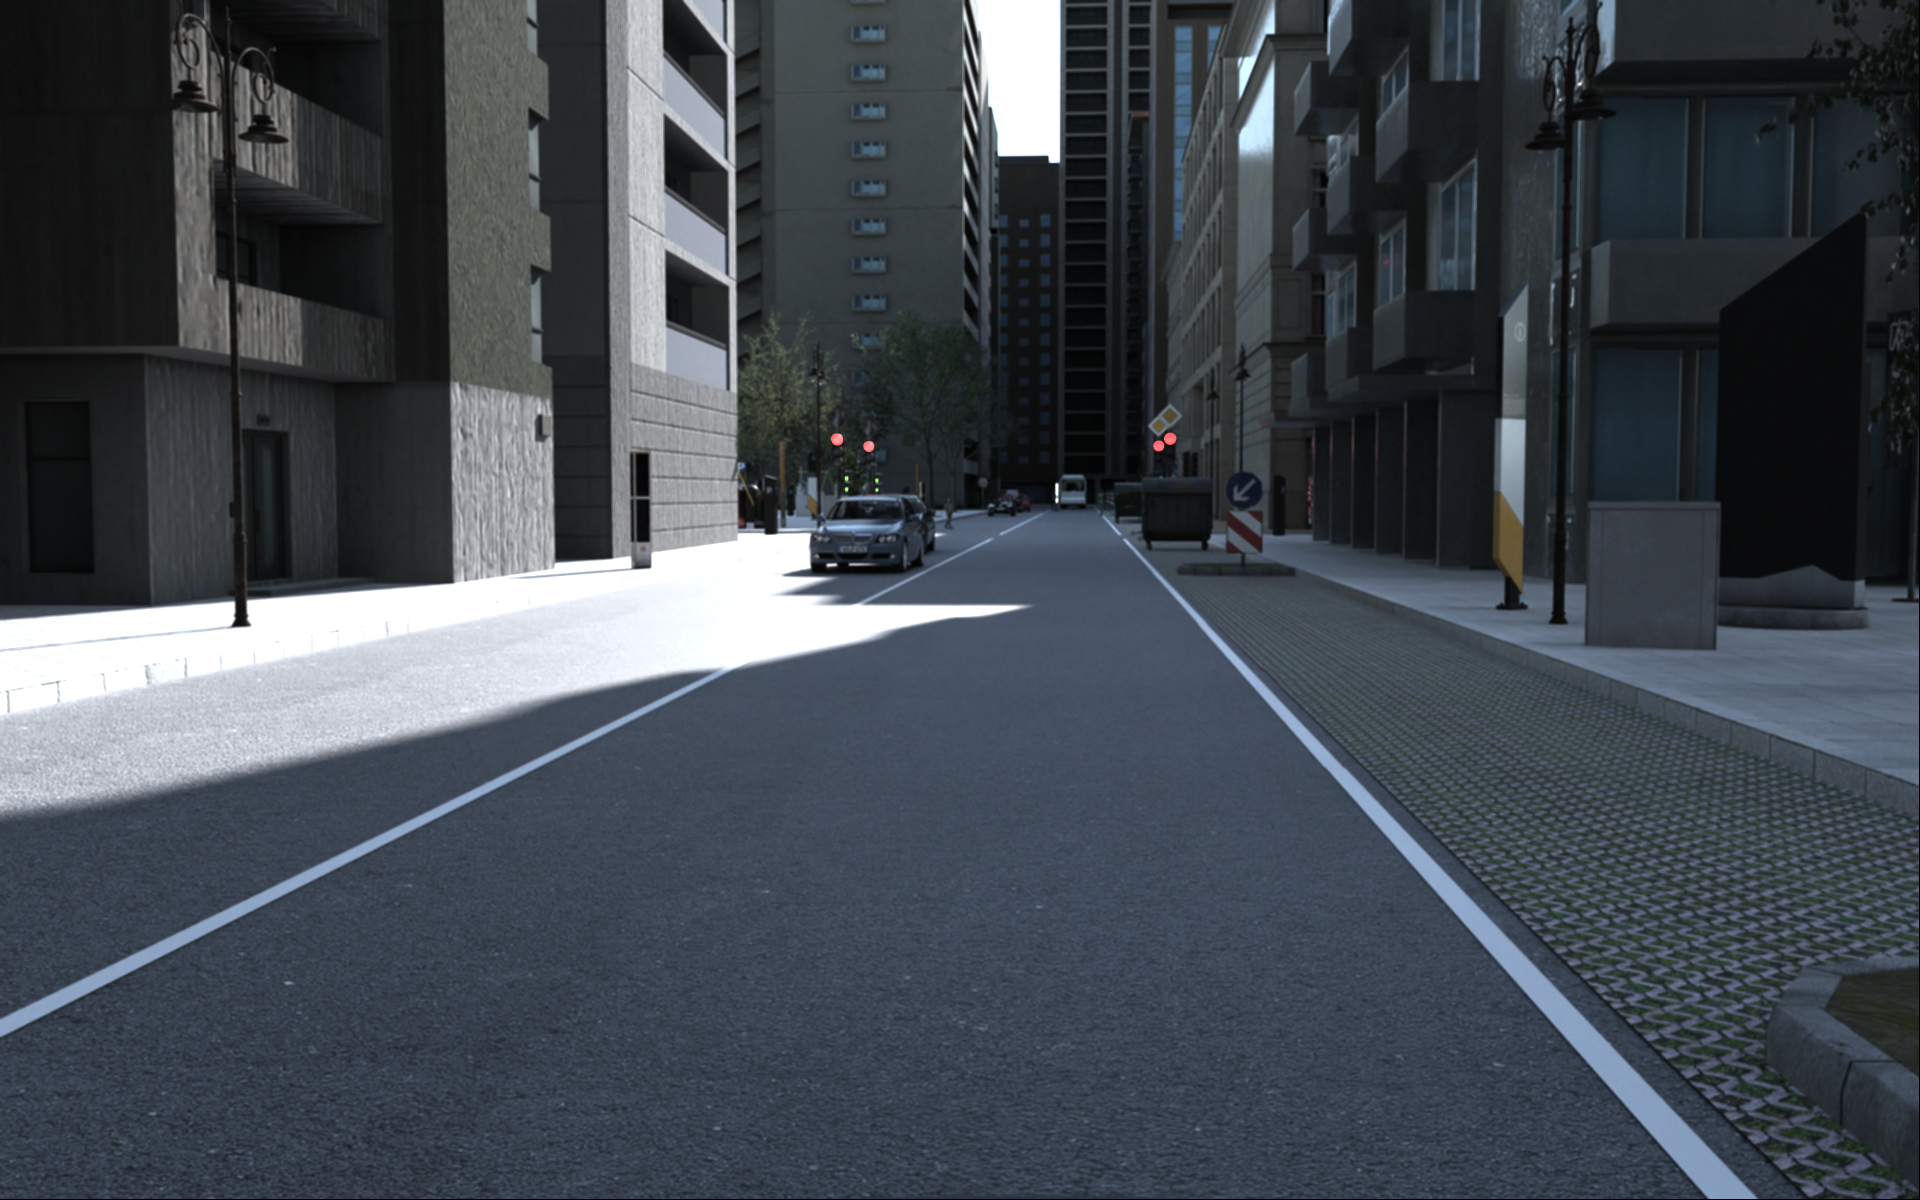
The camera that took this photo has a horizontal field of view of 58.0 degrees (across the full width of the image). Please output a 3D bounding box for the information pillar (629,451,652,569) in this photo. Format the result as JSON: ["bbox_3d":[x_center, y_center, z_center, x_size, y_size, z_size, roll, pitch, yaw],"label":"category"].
[{"bbox_3d":[-5.502,-1.551,29.848,0.304,2.012,0.304,-2,4,-24],"label":"information pillar"}]

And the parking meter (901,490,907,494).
[{"bbox_3d":[-3.547,-6.216,110.048,0.372,1.533,0.369,0,3,0],"label":"parking meter"}]

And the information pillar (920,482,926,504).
[{"bbox_3d":[-2.314,-6.316,107.758,0.304,2.012,0.304,-1,4,-21],"label":"information pillar"}]

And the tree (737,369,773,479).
[{"bbox_3d":[-12.665,-9.041,98.181,4.737,8.622,4.395,0,3,0],"label":"tree"}]

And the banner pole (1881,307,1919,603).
[{"bbox_3d":[11.314,-1.880,20.756,0.401,3.779,0.863,0,4,-5],"label":"banner pole"}]

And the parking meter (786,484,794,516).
[{"bbox_3d":[-9.914,-5.832,101.061,0.399,1.863,0.255,-1,4,-19],"label":"parking meter"}]

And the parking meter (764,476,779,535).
[{"bbox_3d":[-5.942,-2.989,54.585,0.399,1.863,0.255,1,4,18],"label":"parking meter"}]

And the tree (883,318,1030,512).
[{"bbox_3d":[-0.519,-12.947,122.059,12.009,13.543,11.850,0,3,0],"label":"tree"}]

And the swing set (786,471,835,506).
[{"bbox_3d":[-10.399,-7.521,120.582,3.119,2.851,2.862,2,4,34],"label":"swing set"}]

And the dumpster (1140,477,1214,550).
[{"bbox_3d":[5.536,-2.209,44.330,1.865,1.857,1.264,0,4,5],"label":"dumpster"}]

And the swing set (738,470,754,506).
[{"bbox_3d":[-10.457,-4.768,75.577,2.862,2.851,3.119,1,4,11],"label":"swing set"}]

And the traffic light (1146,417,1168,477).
[{"bbox_3d":[7.020,-4.438,61.484,0.839,4.253,0.868,0,4,4],"label":"traffic light"}]

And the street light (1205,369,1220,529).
[{"bbox_3d":[9.328,-5.589,64.160,0.468,5.910,1.993,0,4,4],"label":"street light"}]

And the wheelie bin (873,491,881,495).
[{"bbox_3d":[-6.001,-7.101,124.015,0.693,1.594,0.980,0,4,-7],"label":"wheelie bin"}]

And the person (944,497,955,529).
[{"bbox_3d":[-0.429,-3.552,70.848,0.475,1.303,0.640,-3,5,-41],"label":"person"}]

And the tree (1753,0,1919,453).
[{"bbox_3d":[6.621,-3.706,10.950,4.360,8.622,3.978,0,3,0],"label":"tree"}]

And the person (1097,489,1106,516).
[{"bbox_3d":[9.264,-6.403,113.442,0.600,1.795,0.529,1,4,13],"label":"person"}]

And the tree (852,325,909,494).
[{"bbox_3d":[-4.024,-7.683,75.974,4.360,8.622,3.978,0,3,0],"label":"tree"}]

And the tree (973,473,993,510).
[{"bbox_3d":[2.092,-9.108,143.518,1.663,3.219,1.824,0,3,0],"label":"tree"}]

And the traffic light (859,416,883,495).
[{"bbox_3d":[-3.217,-4.481,62.190,0.839,4.253,0.868,0,4,4],"label":"traffic light"}]

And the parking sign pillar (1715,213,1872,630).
[{"bbox_3d":[8.129,-1.740,16.917,1.447,3.967,1.447,3,5,39],"label":"parking sign pillar"}]

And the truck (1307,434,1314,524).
[{"bbox_3d":[16.625,-4.182,57.288,11.283,4.237,2.839,0,4,6],"label":"truck"}]

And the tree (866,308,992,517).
[{"bbox_3d":[-1.768,-10.514,97.652,9.928,11.665,9.643,0,3,0],"label":"tree"}]

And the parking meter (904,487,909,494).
[{"bbox_3d":[-4.161,-7.849,134.036,0.399,1.863,0.255,1,4,15],"label":"parking meter"}]

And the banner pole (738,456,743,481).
[{"bbox_3d":[-14.556,-7.640,114.923,0.401,3.779,0.863,1,4,22],"label":"banner pole"}]

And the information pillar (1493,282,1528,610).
[{"bbox_3d":[6.087,-1.699,19.138,0.504,3.616,0.183,-3,5,-40],"label":"information pillar"}]

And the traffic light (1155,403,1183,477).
[{"bbox_3d":[6.455,-3.951,53.519,0.839,4.253,0.868,0,4,4],"label":"traffic light"}]

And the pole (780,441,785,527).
[{"bbox_3d":[-6.810,-4.448,66.562,0.158,3.312,0.155,0,3,0],"label":"pole"}]

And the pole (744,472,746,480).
[{"bbox_3d":[-15.932,-8.236,128.508,0.158,3.312,0.155,0,3,0],"label":"pole"}]

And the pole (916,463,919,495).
[{"bbox_3d":[-2.784,-7.283,112.928,0.158,3.312,0.155,0,3,0],"label":"pole"}]

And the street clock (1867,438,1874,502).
[{"bbox_3d":[9.832,-0.885,19.034,0.358,2.002,0.471,2,4,23],"label":"street clock"}]

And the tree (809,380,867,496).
[{"bbox_3d":[-7.715,-9.782,110.290,4.737,8.622,4.395,0,3,0],"label":"tree"}]

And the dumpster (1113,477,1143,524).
[{"bbox_3d":[8.412,-4.830,83.922,1.985,2.255,1.502,0,4,3],"label":"dumpster"}]

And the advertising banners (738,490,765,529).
[{"bbox_3d":[-8.158,-4.167,64.317,2.074,3.025,0.090,-1,4,-14],"label":"advertising banners"}]

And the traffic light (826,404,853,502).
[{"bbox_3d":[-3.782,-3.994,54.225,0.839,4.253,0.868,0,4,4],"label":"traffic light"}]

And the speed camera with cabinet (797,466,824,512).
[{"bbox_3d":[-10.652,-7.900,123.504,2.038,3.252,0.660,2,4,29],"label":"speed camera with cabinet"}]

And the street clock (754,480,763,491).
[{"bbox_3d":[-10.442,-5.229,90.063,0.471,2.002,0.358,2,4,35],"label":"street clock"}]

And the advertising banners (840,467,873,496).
[{"bbox_3d":[-4.915,-5.158,80.514,2.074,3.025,0.090,2,4,31],"label":"advertising banners"}]

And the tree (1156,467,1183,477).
[{"bbox_3d":[11.813,-6.290,97.435,1.663,3.219,1.824,0,3,0],"label":"tree"}]

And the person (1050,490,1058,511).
[{"bbox_3d":[7.958,-8.363,145.685,0.683,1.767,0.568,-3,5,-39],"label":"person"}]

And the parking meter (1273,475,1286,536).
[{"bbox_3d":[9.870,-2.926,53.550,0.255,1.863,0.399,3,4,37],"label":"parking meter"}]

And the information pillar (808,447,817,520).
[{"bbox_3d":[-7.302,-5.783,85.899,0.504,3.616,0.183,1,4,22],"label":"information pillar"}]

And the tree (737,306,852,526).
[{"bbox_3d":[-6.763,-7.238,68.706,4.360,8.622,3.978,0,3,0],"label":"tree"}]

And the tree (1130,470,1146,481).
[{"bbox_3d":[14.637,-8.796,138.421,1.663,3.219,1.824,0,3,0],"label":"tree"}]

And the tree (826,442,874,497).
[{"bbox_3d":[-4.012,-4.253,64.131,1.663,3.219,1.824,0,3,0],"label":"tree"}]

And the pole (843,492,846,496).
[{"bbox_3d":[-5.714,-5.607,85.525,0.158,3.312,0.155,0,3,0],"label":"pole"}]
